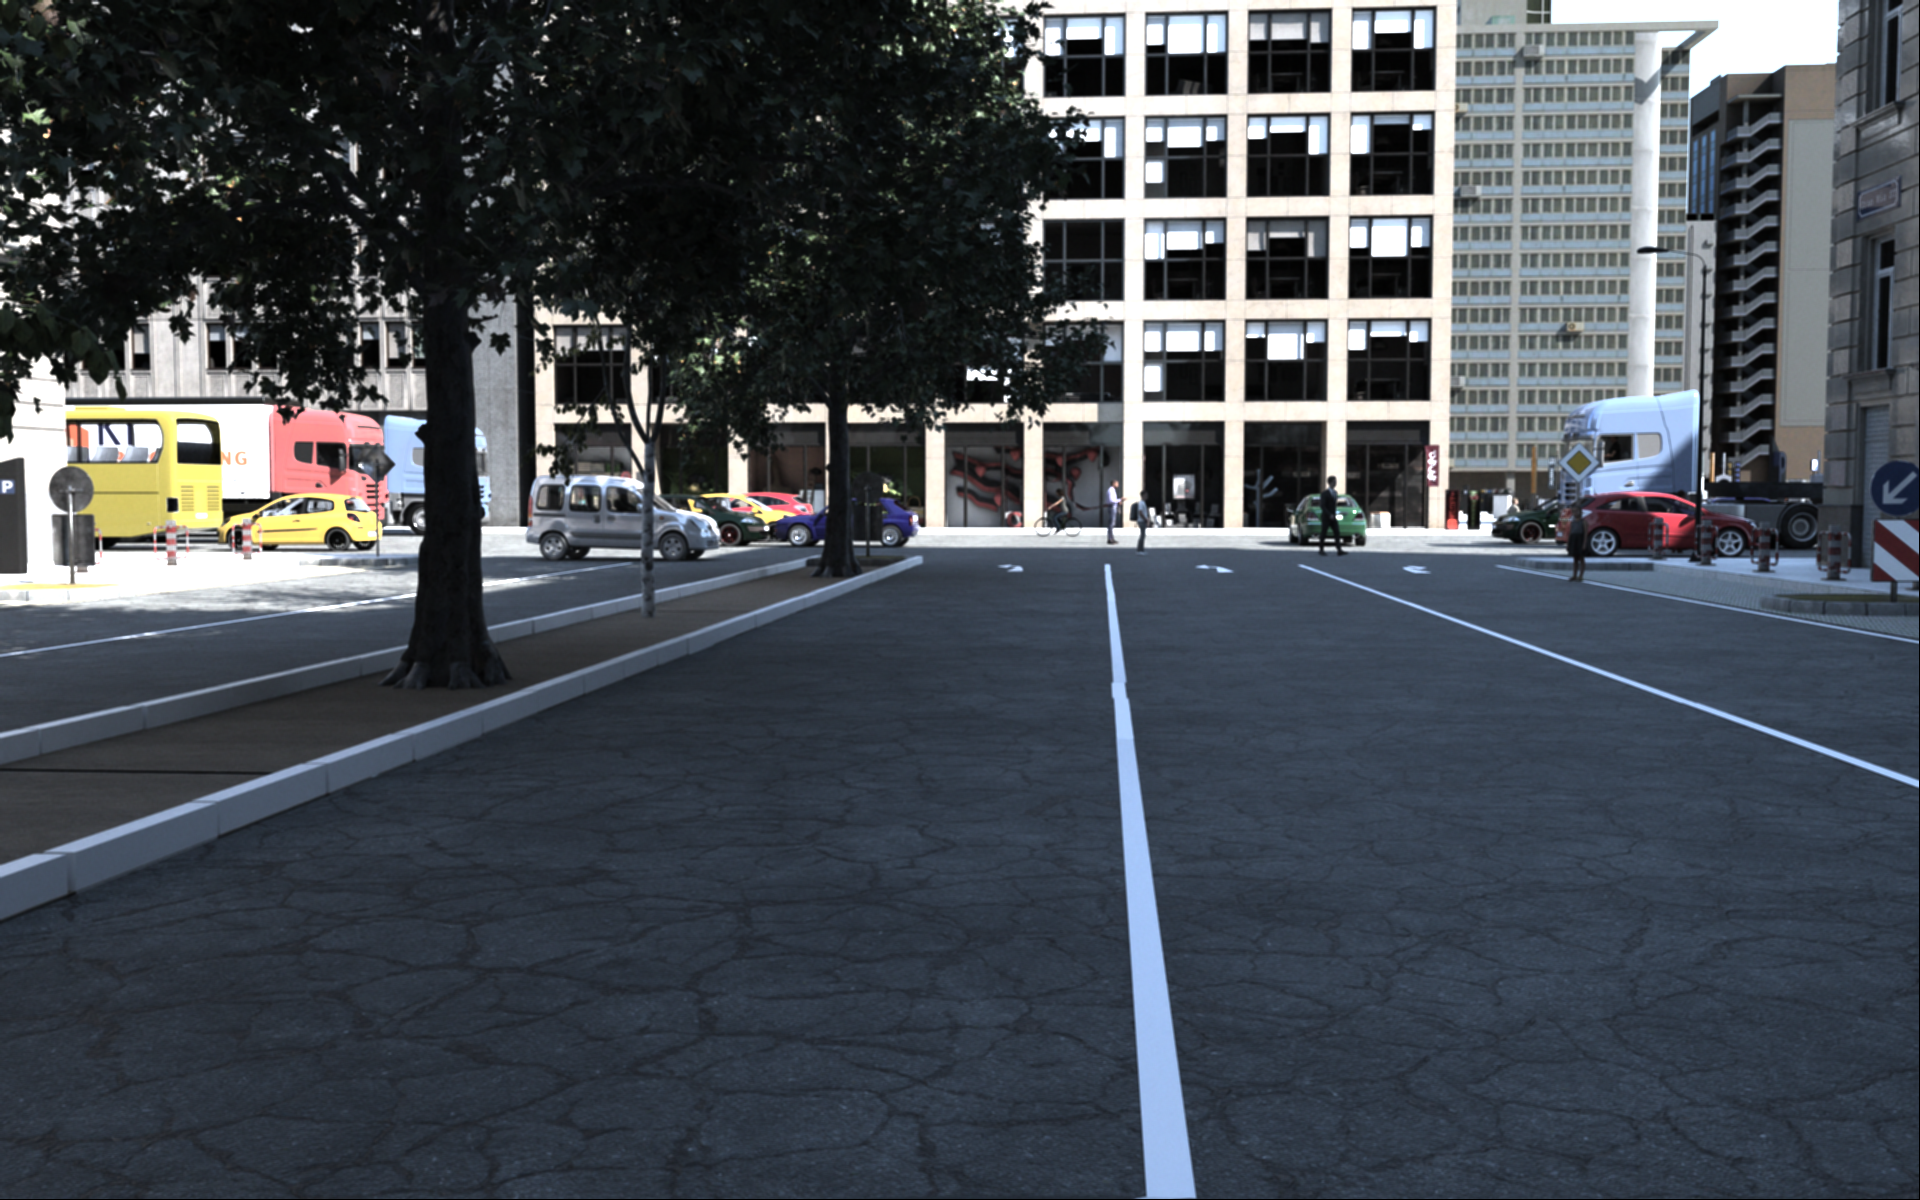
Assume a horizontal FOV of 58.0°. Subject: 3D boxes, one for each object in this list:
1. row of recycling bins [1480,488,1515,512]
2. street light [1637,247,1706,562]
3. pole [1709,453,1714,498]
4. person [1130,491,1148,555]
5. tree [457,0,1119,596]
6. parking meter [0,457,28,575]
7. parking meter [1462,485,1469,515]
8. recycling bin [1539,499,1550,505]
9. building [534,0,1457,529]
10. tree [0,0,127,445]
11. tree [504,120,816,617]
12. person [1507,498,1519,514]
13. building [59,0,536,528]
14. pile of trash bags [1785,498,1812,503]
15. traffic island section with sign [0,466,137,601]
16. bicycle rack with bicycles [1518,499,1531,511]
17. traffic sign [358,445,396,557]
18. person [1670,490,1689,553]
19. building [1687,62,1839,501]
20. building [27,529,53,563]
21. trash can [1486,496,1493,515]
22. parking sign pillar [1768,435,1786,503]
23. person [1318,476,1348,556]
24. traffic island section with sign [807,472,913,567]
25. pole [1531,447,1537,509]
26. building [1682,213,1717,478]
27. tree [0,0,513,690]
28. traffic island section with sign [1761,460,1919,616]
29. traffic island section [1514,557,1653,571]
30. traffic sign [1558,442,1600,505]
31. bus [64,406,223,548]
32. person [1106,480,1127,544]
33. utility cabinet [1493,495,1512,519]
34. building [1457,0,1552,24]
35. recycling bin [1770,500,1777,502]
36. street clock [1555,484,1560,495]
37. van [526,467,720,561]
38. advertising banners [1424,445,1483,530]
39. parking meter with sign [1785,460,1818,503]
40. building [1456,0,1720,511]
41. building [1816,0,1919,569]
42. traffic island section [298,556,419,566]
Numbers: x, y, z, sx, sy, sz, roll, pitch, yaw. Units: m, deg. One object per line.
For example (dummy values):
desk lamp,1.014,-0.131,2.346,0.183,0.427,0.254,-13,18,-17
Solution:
row of recycling bins,38.385,-7.145,123.939,1.069,1.692,3.534,-1,4,-21
street light,13.408,-3.676,32.637,1.470,5.913,1.316,0,4,5
pole,37.017,-5.594,85.305,0.158,3.312,0.155,0,3,0
person,4.276,-1.809,40.679,0.523,1.515,0.503,-2,4,-26
tree,-2.088,-6.745,29.742,9.611,12.733,9.660,0,3,0
parking meter,-15.169,-1.343,27.676,0.399,1.863,0.255,0,4,-6
parking meter,31.564,-6.265,108.149,0.399,1.863,0.255,1,4,22
recycling bin,28.075,-4.294,82.753,0.722,1.027,0.722,0,4,8
building,1.619,-16.438,73.280,34.151,26.468,19.350,0,4,5
tree,-4.276,-3.221,5.482,4.737,8.622,4.395,0,3,0
tree,-3.605,-4.111,20.036,4.360,8.622,3.978,0,3,0
person,18.102,-2.681,56.609,0.640,1.303,0.475,-3,5,-43
building,-26.337,-15.549,72.256,19.932,24.808,12.078,0,4,5
pile of trash bags,52.493,-6.133,110.027,3.447,1.369,1.912,-3,5,-44
traffic island section with sign,-12.593,-0.934,23.904,1.989,1.847,2.006,0,4,5
bicycle rack with bicycles,36.778,-6.143,113.820,2.852,0.926,2.925,1,4,13
traffic sign,-11.950,-1.948,35.497,0.795,2.450,0.064,0,4,5
person,17.474,-1.901,42.056,0.387,1.526,0.523,-1,4,-18
building,84.142,-32.285,177.968,14.200,45.320,14.600,0,4,5
building,-28.695,-14.682,27.447,23.554,28.519,14.401,0,4,5
trash can,32.963,-5.843,107.193,0.748,1.137,0.748,0,3,0
parking sign pillar,37.490,-5.566,79.471,1.447,3.967,1.447,3,5,40
person,8.681,-1.961,40.335,0.659,1.850,0.755,-3,4,-38
traffic island section with sign,-1.948,-1.642,34.987,2.006,1.907,1.989,0,4,5
pole,24.691,-4.934,74.507,0.158,3.312,0.155,0,3,0
building,68.959,-24.995,180.364,14.107,30.474,14.160,0,4,5
tree,-3.829,-5.711,12.834,9.611,12.733,9.660,0,3,0
traffic island section with sign,10.991,-0.766,21.147,1.989,1.847,2.006,0,4,5
traffic island section,11.989,-0.694,33.624,2.009,0.180,2.903,0,4,5
traffic sign,11.965,-1.829,33.549,0.795,2.450,0.064,0,4,5
bus,-25.721,-3.278,45.146,12.252,3.916,2.896,0,4,4
person,4.495,-2.524,49.632,0.599,1.838,0.709,0,4,6
utility cabinet,27.557,-4.700,88.009,0.306,1.237,1.020,-2,4,-27
building,66.203,-48.261,227.317,20.611,71.187,20.563,0,4,5
recycling bin,33.879,-3.689,72.867,0.722,1.027,0.722,3,5,45
street clock,41.602,-7.083,120.372,0.358,2.002,0.471,-2,4,-31
van,-7.308,-1.883,37.792,4.112,2.044,2.013,0,4,6
advertising banners,17.554,-4.002,61.616,2.074,3.025,0.090,0,4,7
parking meter with sign,42.702,-5.633,88.357,0.543,3.016,1.738,-3,4,-38
building,40.144,-27.364,139.283,32.217,40.220,23.993,0,4,5
building,20.169,-13.504,18.058,12.463,27.353,25.104,0,4,5
traffic island section,-11.974,-0.812,35.560,2.009,0.180,2.903,0,4,5
